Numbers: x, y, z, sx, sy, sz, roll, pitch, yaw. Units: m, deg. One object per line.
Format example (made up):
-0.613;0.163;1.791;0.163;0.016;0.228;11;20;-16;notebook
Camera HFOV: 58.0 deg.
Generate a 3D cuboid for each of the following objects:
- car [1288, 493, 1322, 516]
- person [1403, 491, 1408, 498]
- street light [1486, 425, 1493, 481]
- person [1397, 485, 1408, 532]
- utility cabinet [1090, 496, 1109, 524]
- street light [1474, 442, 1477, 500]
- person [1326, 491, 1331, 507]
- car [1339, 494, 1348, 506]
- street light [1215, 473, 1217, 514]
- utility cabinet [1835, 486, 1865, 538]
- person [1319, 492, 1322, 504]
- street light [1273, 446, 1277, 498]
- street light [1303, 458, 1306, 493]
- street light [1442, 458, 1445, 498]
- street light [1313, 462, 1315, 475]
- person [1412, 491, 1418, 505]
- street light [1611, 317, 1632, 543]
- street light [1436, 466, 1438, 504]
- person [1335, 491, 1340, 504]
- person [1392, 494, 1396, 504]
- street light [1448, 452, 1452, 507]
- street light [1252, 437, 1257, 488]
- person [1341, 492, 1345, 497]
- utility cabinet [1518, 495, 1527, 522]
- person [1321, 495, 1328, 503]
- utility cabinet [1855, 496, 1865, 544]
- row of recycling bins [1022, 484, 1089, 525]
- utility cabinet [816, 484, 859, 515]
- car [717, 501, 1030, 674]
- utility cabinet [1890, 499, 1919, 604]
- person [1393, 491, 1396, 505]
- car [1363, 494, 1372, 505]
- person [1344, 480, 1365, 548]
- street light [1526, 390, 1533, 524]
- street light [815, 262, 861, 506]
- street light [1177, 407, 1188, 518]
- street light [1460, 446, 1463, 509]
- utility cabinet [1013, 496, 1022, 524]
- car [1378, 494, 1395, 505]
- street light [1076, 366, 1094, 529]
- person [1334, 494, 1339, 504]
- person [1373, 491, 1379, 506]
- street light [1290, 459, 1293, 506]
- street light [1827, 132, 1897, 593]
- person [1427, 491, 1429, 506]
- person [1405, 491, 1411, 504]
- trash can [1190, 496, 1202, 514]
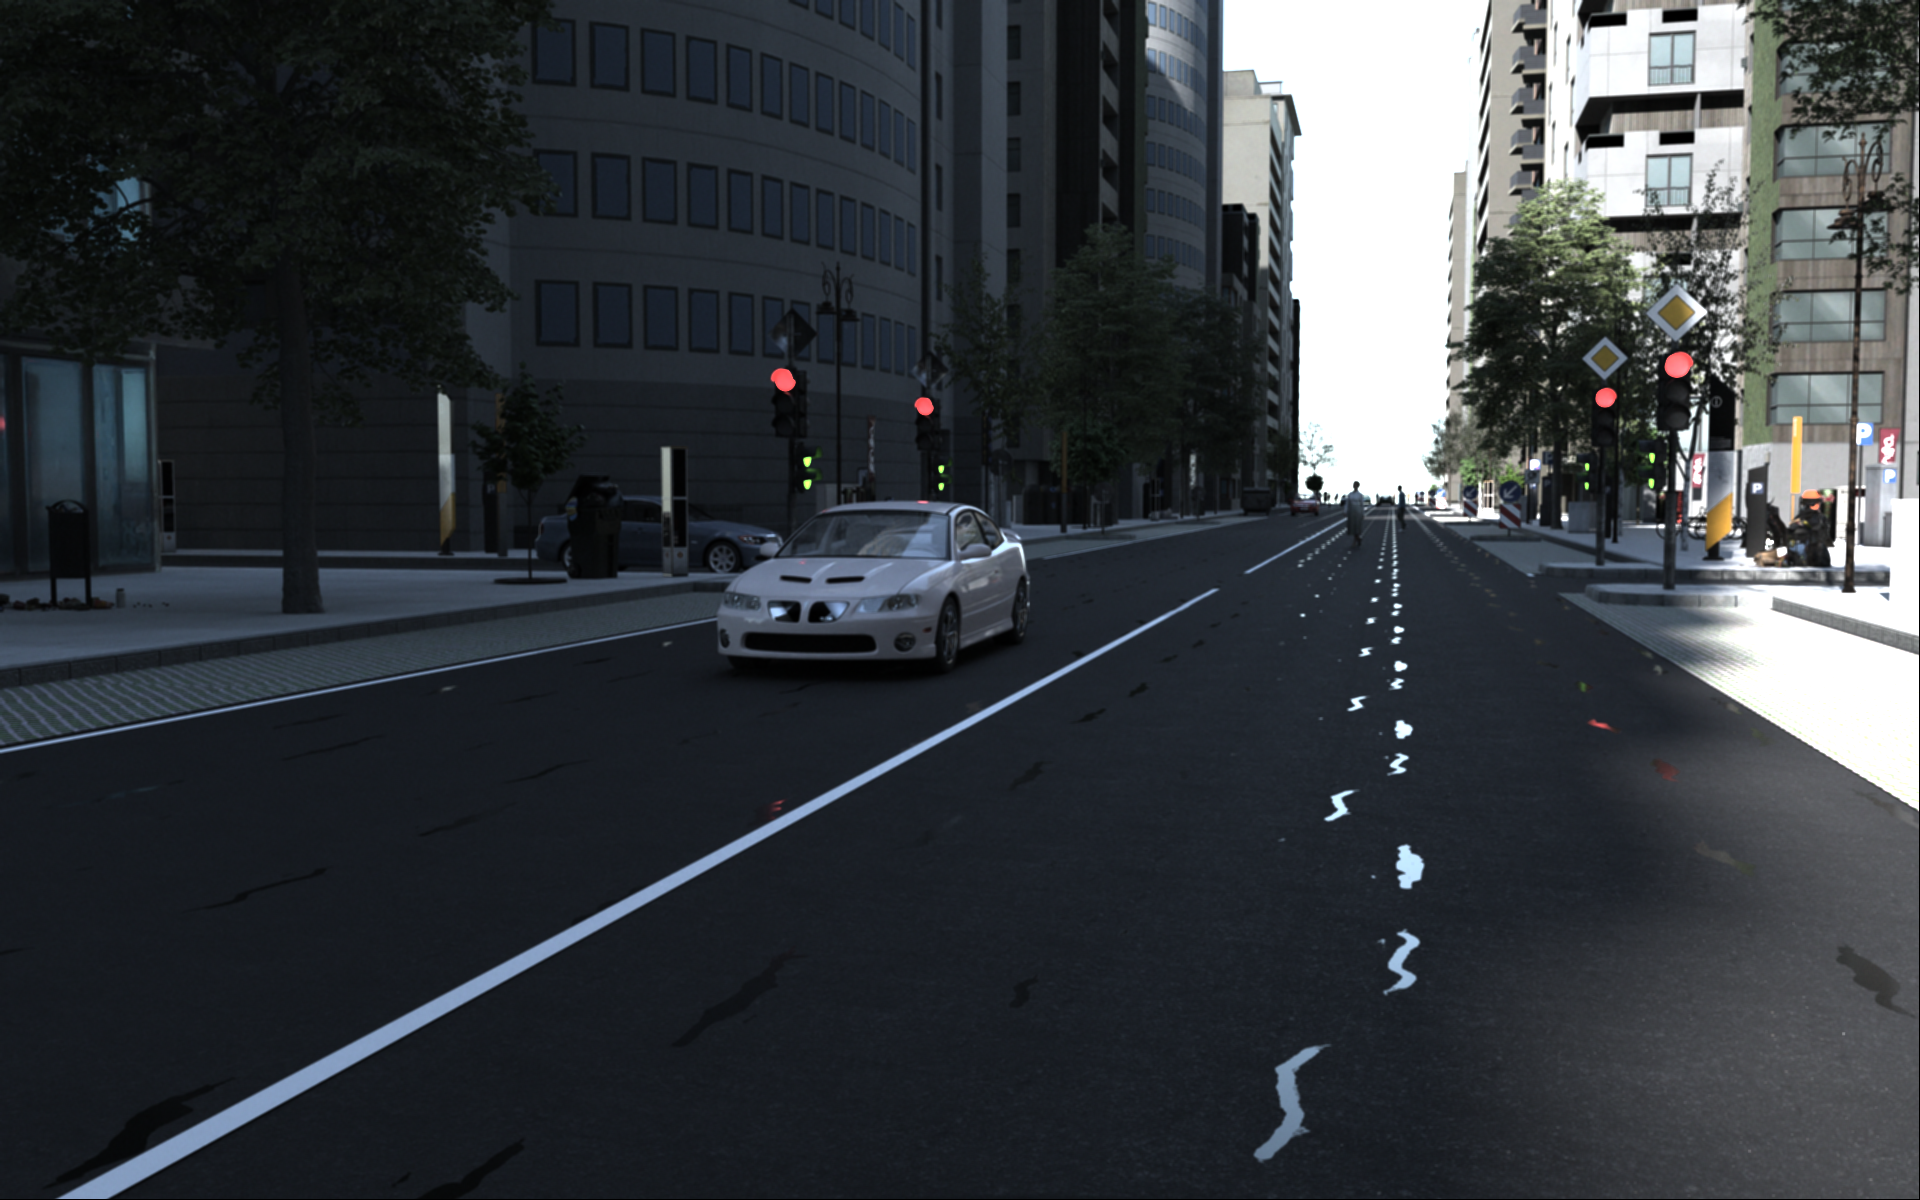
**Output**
22.949;-6.492;115.189;2.155;1.783;4.494;1;4;12;car
60.296;-13.879;235.437;1.348;1.822;0.705;3;5;43;person
31.374;-7.932;102.478;0.468;5.910;1.993;1;4;14;street light
16.865;-3.497;66.018;0.444;1.785;0.601;1;4;15;person
6.008;-3.935;75.500;1.020;1.237;0.306;-2;4;-32;utility cabinet
35.885;-9.022;120.298;0.468;5.910;1.993;1;4;14;street light
40.920;-11.187;192.226;0.721;1.723;1.217;2;4;29;person
47.169;-12.288;210.694;2.009;1.686;4.222;1;4;15;car
16.097;-8.326;108.914;0.468;5.910;1.993;1;4;14;street light
25.249;-2.478;49.198;0.318;1.500;1.173;0;4;0;utility cabinet
48.453;-13.670;232.669;0.621;1.740;0.551;-1;4;-17;person
30.106;-11.783;165.436;0.468;5.910;1.993;1;4;14;street light
43.373;-15.005;218.115;0.468;5.910;1.993;1;4;14;street light
55.602;-13.846;199.174;0.468;5.910;1.993;1;4;14;street light
50.447;-16.755;246.734;0.468;5.910;1.993;1;4;14;street light
55.061;-12.278;209.205;0.705;1.831;1.348;3;5;42;person
17.187;-4.433;45.274;0.468;5.910;1.993;1;4;14;street light
62.615;-15.558;227.153;0.468;5.910;1.993;1;4;14;street light
56.981;-15.474;261.371;0.709;1.838;0.599;2;4;34;person
64.765;-15.218;258.003;1.217;1.739;0.721;2;4;26;person
50.131;-12.508;177.294;0.468;5.910;1.993;1;4;14;street light
23.154;-10.045;137.019;0.468;5.910;1.993;1;4;14;street light
55.101;-14.619;248.309;1.217;1.735;0.721;-1;4;-12;person
25.548;-4.126;78.623;0.306;1.237;1.020;1;4;10;utility cabinet
50.608;-14.150;239.942;1.348;1.812;0.705;3;5;41;person
23.553;-2.061;44.860;1.020;1.237;0.306;-2;4;-28;utility cabinet
3.984;-4.017;72.784;3.534;1.692;1.069;-3;5;-42;row of recycling bins
-2.707;-1.811;38.287;0.318;1.500;1.173;2;4;35;utility cabinet
-0.613;-0.191;15.481;2.083;1.381;4.827;1;4;14;car
11.505;-0.575;20.560;1.020;1.237;0.306;-2;4;-27;utility cabinet
59.274;-13.946;236.484;0.705;1.831;1.348;0;4;6;person
55.590;-13.835;237.994;2.131;1.459;4.920;1;4;14;car
10.574;-2.295;46.250;0.641;1.798;0.478;-3;5;-42;person
24.240;-6.174;73.738;0.468;5.910;1.993;1;4;14;street light
-2.426;-3.782;34.623;0.468;5.910;1.993;1;4;14;street light
11.692;-7.238;91.124;0.468;5.910;1.993;1;4;14;street light
43.132;-10.770;148.871;0.468;5.910;1.993;1;4;14;street light
2.837;-3.928;75.383;1.020;1.237;0.306;-1;4;-20;utility cabinet
54.633;-12.863;222.114;2.131;1.459;4.920;1;4;16;car
4.518;-5.494;62.620;0.468;5.910;1.993;1;4;14;street light
52.417;-14.037;241.239;0.697;1.427;0.421;1;4;22;person
48.726;-11.863;202.451;0.705;1.826;1.348;3;5;40;person
36.266;-13.271;189.763;0.468;5.910;1.993;1;4;14;street light
11.540;-3.029;22.308;0.468;5.910;1.993;1;4;14;street light
54.994;-11.921;203.413;0.705;1.824;1.348;0;4;5;person
64.564;-14.728;249.400;0.705;1.812;1.348;-2;4;-29;person
14.442;-5.758;105.797;0.748;1.137;0.748;0;3;0;trash can
